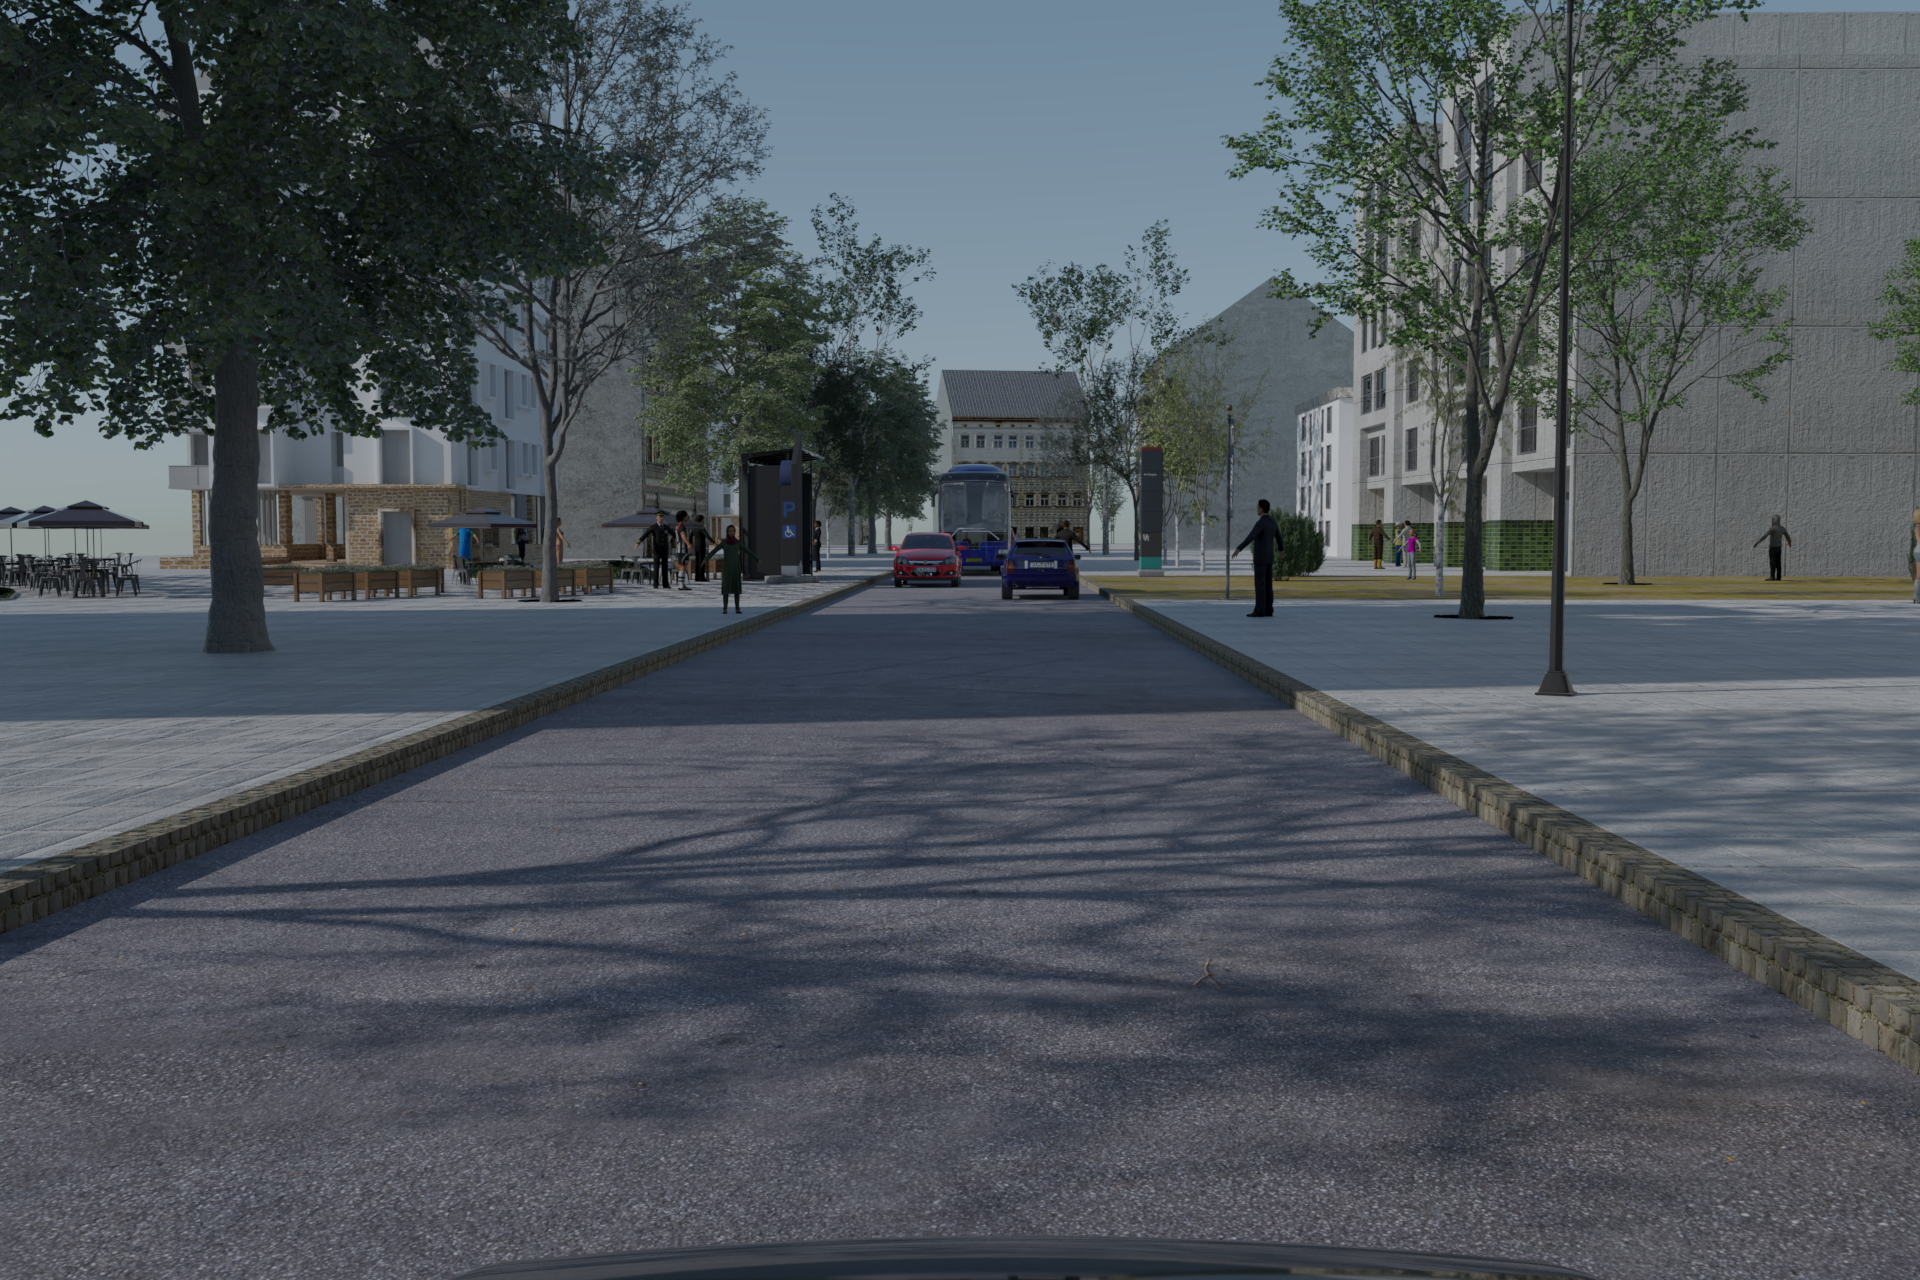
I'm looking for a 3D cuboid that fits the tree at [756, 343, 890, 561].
[{"bbox_3d":[-7.114,-9.011,81.740,8.767,10.594,7.601,2,4,24],"label":"tree"}]

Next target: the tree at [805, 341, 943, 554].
[{"bbox_3d":[-5.865,-12.644,113.387,9.857,13.997,8.962,0,3,0],"label":"tree"}]

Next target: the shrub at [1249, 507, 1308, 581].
[{"bbox_3d":[8.660,-2.641,47.215,1.661,2.075,1.752,0,3,0],"label":"shrub"}]

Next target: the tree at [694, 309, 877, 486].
[{"bbox_3d":[-6.850,-8.375,71.347,7.601,10.594,8.767,2,4,29],"label":"tree"}]

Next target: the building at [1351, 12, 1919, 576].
[{"bbox_3d":[27.109,-12.298,67.529,16.747,18.905,31.486,0,4,1],"label":"building"}]

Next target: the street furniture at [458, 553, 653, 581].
[{"bbox_3d":[-11.918,-2.246,52.341,5.734,0.657,10.072,0,4,-8],"label":"street furniture"}]

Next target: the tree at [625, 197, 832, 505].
[{"bbox_3d":[-7.684,-8.612,58.928,7.486,12.596,7.792,0,3,0],"label":"tree"}]

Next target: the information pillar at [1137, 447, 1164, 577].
[{"bbox_3d":[5.713,-3.820,51.838,0.750,3.857,0.750,0,4,1],"label":"information pillar"}]

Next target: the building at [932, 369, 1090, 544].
[{"bbox_3d":[6.518,-24.324,231.089,18.063,23.208,19.493,-1,4,-8],"label":"building"}]

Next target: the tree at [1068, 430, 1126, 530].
[{"bbox_3d":[9.968,-10.204,117.193,4.360,8.622,3.978,0,3,0],"label":"tree"}]

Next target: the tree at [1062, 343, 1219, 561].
[{"bbox_3d":[8.740,-9.145,83.932,8.767,10.594,7.601,2,4,26],"label":"tree"}]

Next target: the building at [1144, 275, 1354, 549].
[{"bbox_3d":[26.817,-19.925,156.702,19.493,23.208,18.063,0,4,1],"label":"building"}]

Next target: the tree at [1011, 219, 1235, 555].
[{"bbox_3d":[9.742,-15.225,104.824,12.611,20.169,13.585,0,3,0],"label":"tree"}]

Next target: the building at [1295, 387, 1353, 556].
[{"bbox_3d":[26.083,-9.603,99.155,9.099,9.664,28.070,0,4,1],"label":"building"}]

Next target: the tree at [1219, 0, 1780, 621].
[{"bbox_3d":[7.953,-6.130,25.976,9.928,11.665,9.643,0,3,0],"label":"tree"}]

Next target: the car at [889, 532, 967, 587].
[{"bbox_3d":[-0.879,-2.402,48.308,2.155,1.783,4.494,0,4,1],"label":"car"}]

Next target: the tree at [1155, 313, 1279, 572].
[{"bbox_3d":[8.038,-6.622,58.625,4.360,8.622,3.978,0,3,0],"label":"tree"}]

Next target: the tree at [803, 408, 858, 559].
[{"bbox_3d":[-6.774,-8.523,89.714,4.360,8.622,3.978,0,3,0],"label":"tree"}]

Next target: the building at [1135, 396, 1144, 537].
[{"bbox_3d":[29.237,-21.926,189.423,19.493,23.208,18.063,0,4,1],"label":"building"}]

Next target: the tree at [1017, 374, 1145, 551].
[{"bbox_3d":[9.764,-13.517,131.372,12.009,13.543,11.850,0,3,0],"label":"tree"}]

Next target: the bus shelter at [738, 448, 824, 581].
[{"bbox_3d":[-5.092,-3.596,50.073,1.731,3.624,6.357,0,4,1],"label":"bus shelter"}]

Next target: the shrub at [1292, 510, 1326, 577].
[{"bbox_3d":[10.234,-2.916,52.099,1.690,2.028,1.600,0,3,0],"label":"shrub"}]

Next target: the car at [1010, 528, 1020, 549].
[{"bbox_3d":[1.816,-4.682,85.229,2.281,1.827,5.304,0,4,0],"label":"car"}]

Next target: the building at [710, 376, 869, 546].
[{"bbox_3d":[-20.173,-22.693,201.957,19.493,23.208,18.063,0,4,2],"label":"building"}]

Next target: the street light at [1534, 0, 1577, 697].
[{"bbox_3d":[5.301,-2.514,13.640,1.470,5.913,1.316,0,4,1],"label":"street light"}]

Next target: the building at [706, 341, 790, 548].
[{"bbox_3d":[-22.328,-18.785,163.555,16.016,20.090,11.380,0,4,2],"label":"building"}]

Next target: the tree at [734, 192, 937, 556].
[{"bbox_3d":[-7.314,-14.872,99.051,12.611,20.169,13.585,0,3,0],"label":"tree"}]

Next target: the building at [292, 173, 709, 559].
[{"bbox_3d":[-25.174,-16.336,98.028,19.493,23.208,18.063,0,4,2],"label":"building"}]

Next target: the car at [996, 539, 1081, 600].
[{"bbox_3d":[1.786,-1.630,39.226,1.945,1.354,3.894,0,4,1],"label":"car"}]

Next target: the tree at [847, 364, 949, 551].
[{"bbox_3d":[-5.401,-13.688,130.455,9.857,13.997,8.962,0,3,0],"label":"tree"}]

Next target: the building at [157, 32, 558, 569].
[{"bbox_3d":[-23.201,-12.735,64.633,16.016,20.090,11.380,0,4,0],"label":"building"}]

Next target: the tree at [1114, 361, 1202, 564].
[{"bbox_3d":[8.787,-7.524,73.378,4.360,8.622,3.978,0,3,0],"label":"tree"}]

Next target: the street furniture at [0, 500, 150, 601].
[{"bbox_3d":[-27.859,-2.363,43.670,14.083,1.986,27.439,-2,4,-29],"label":"street furniture"}]
